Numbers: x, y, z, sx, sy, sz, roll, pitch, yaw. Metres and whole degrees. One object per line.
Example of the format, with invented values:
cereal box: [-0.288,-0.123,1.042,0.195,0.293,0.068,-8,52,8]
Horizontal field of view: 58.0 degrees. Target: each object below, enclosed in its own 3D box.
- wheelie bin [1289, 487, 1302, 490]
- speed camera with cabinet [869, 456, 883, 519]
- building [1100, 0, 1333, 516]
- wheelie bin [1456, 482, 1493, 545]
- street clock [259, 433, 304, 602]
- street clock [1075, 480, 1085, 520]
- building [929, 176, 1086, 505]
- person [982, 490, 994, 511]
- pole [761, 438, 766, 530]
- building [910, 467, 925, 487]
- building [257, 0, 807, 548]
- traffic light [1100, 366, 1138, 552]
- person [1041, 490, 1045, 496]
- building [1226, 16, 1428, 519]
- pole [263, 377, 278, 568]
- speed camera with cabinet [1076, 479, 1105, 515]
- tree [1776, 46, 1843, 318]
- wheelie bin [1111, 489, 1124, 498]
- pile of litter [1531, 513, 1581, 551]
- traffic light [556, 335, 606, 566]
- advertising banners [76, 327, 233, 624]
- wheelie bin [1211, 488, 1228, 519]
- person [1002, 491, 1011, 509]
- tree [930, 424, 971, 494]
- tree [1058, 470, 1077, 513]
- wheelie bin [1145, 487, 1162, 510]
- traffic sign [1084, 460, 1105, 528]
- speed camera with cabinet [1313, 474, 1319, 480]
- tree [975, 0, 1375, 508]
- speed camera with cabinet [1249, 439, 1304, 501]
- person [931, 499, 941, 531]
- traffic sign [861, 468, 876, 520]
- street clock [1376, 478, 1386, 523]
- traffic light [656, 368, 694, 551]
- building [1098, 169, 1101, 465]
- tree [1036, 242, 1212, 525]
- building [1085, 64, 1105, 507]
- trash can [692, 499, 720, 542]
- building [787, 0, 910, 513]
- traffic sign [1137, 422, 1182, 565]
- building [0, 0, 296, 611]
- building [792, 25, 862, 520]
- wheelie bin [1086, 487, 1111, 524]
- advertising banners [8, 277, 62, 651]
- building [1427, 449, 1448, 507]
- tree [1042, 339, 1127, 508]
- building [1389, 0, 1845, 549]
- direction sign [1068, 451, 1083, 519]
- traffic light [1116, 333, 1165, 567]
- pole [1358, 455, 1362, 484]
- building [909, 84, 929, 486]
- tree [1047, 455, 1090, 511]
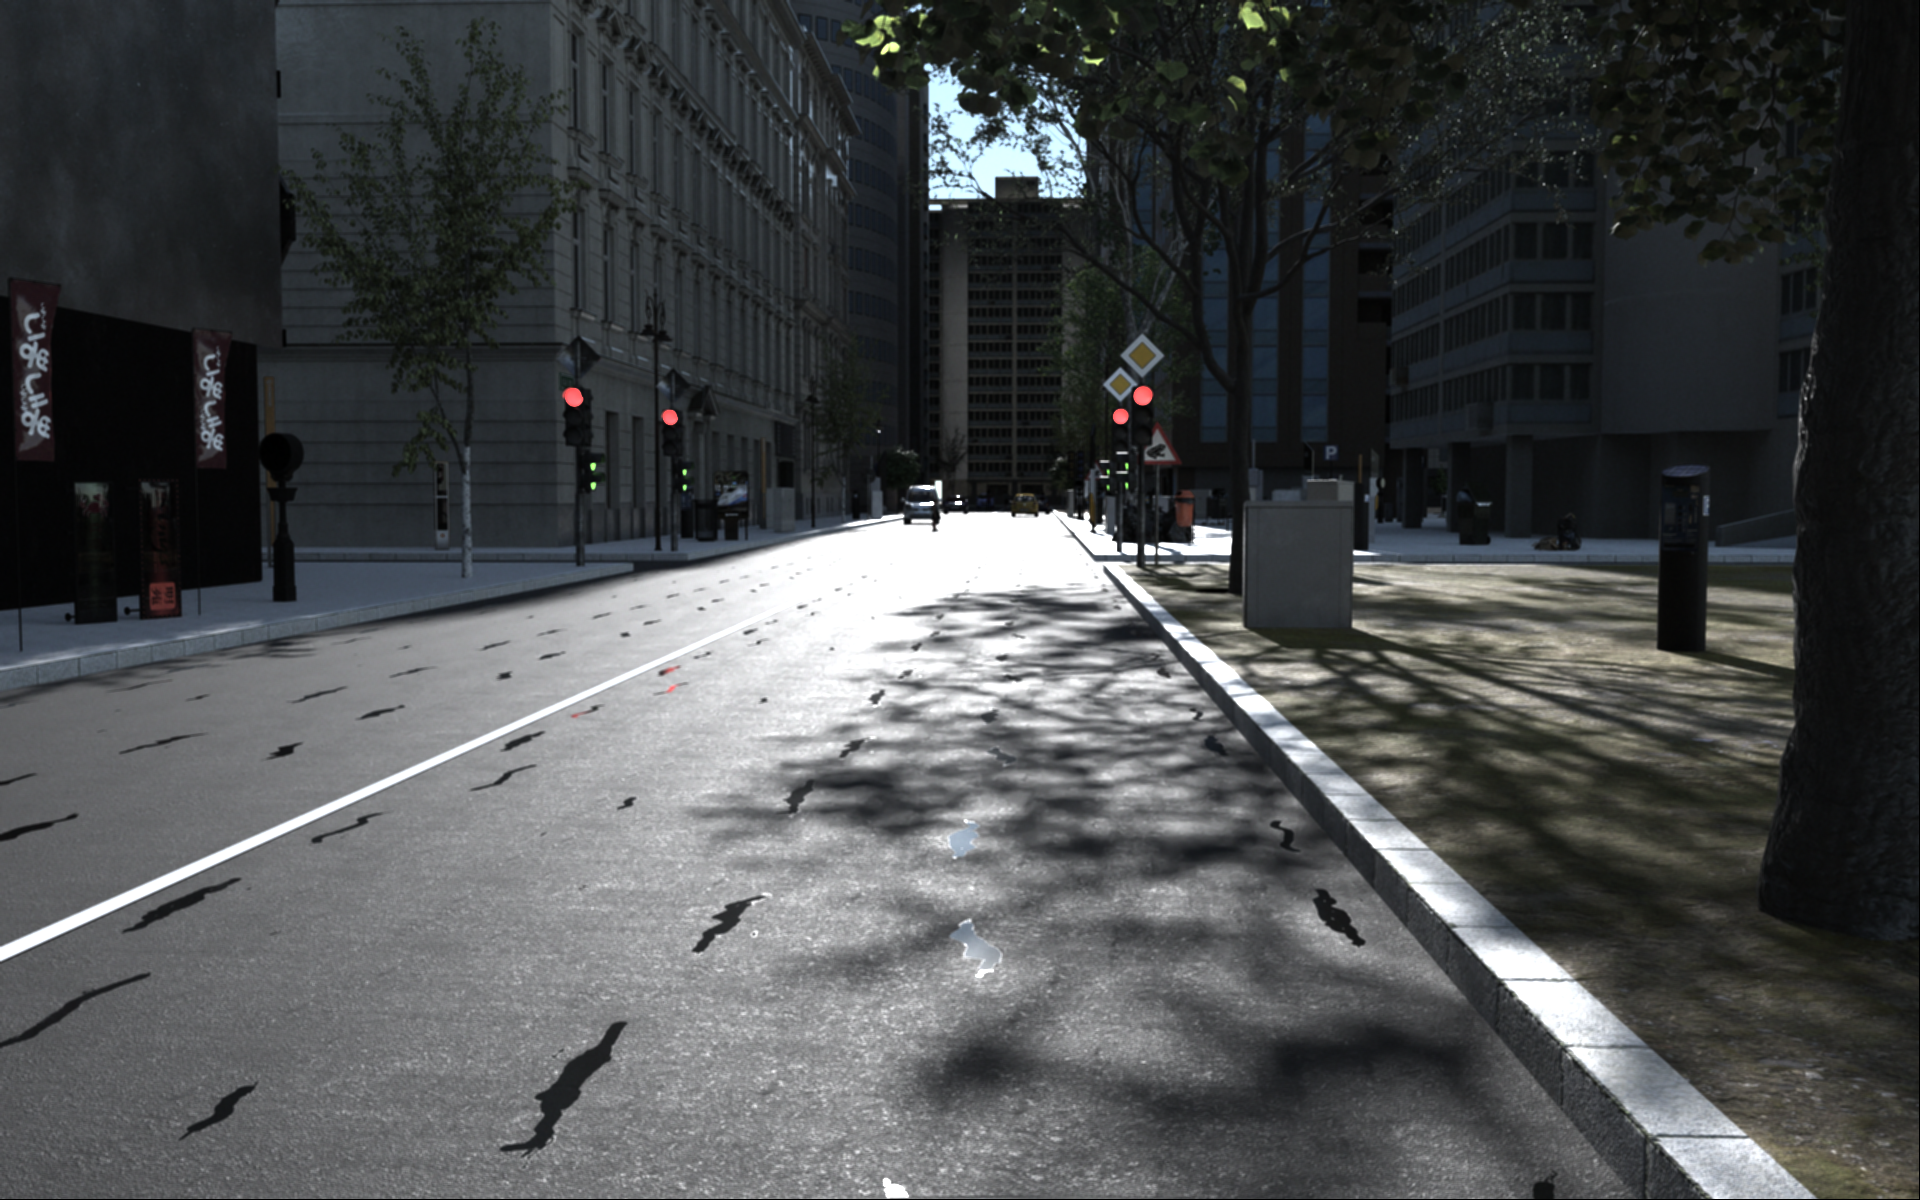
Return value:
wheelie bin: [14.650,-4.158,75.884,0.980,1.594,0.693,-2,4,-31]
speed camera with cabinet: [-4.333,-5.805,89.253,0.660,3.252,2.038,0,4,-6]
building: [16.924,-28.723,119.728,14.600,45.320,14.200,0,4,3]
wheelie bin: [12.968,-2.195,43.798,0.980,1.594,0.693,-2,4,-31]
street clock: [-8.077,-0.984,20.657,0.471,2.002,0.358,1,4,18]
street clock: [5.997,-5.026,86.745,0.471,2.002,0.358,3,4,39]
building: [6.952,-31.967,214.534,23.993,40.220,32.217,0,4,3]
person: [2.387,-8.182,142.958,1.217,1.739,0.721,1,4,14]
pole: [-7.111,-4.210,62.672,0.158,3.312,0.155,0,3,0]
building: [-13.624,-43.636,151.697,20.563,71.187,20.611,0,4,3]
building: [-16.527,-17.480,62.212,17.030,29.872,44.131,0,4,3]
traffic light: [3.514,-3.019,38.284,0.839,4.253,0.868,0,4,3]
person: [7.315,-8.931,154.529,0.705,1.822,1.348,-2,4,-27]
building: [18.262,-27.270,95.970,14.600,45.320,14.200,0,4,3]
pole: [-12.014,-2.223,30.195,0.158,3.312,0.155,0,3,0]
speed camera with cabinet: [8.023,-6.846,106.274,2.038,3.252,0.660,3,5,45]
tree: [14.127,-4.568,25.048,4.737,8.622,4.395,0,3,0]
wheelie bin: [6.978,-4.295,78.124,0.980,1.594,0.693,-3,5,-41]
pile of litter: [13.672,-1.578,39.759,1.176,0.858,1.719,3,5,44]
traffic light: [-6.744,-2.557,30.731,0.839,4.253,0.868,0,4,3]
advertising banners: [-8.269,-1.320,17.774,0.090,3.025,2.074,2,4,26]
wheelie bin: [13.370,-4.967,89.118,0.980,1.594,0.693,-2,4,-24]
person: [4.619,-9.920,171.480,1.217,1.735,0.721,-3,4,-38]
tree: [-0.943,-14.160,181.871,4.360,8.622,3.978,0,3,0]
tree: [7.585,-7.477,116.852,1.663,3.219,1.824,0,3,0]
wheelie bin: [8.358,-4.101,74.964,0.693,1.594,0.980,2,4,24]
traffic sign: [5.157,-4.015,65.647,0.884,2.594,0.081,1,4,10]
speed camera with cabinet: [15.206,-5.145,78.451,2.038,3.252,0.660,0,4,-5]
tree: [6.057,-11.734,47.740,12.611,20.169,13.585,0,3,0]
speed camera with cabinet: [11.272,-4.164,62.420,2.038,3.252,0.660,1,4,13]
person: [-0.935,-3.341,67.800,0.373,1.253,0.362,2,4,27]
traffic sign: [-4.501,-5.183,84.845,0.768,2.556,0.104,1,4,12]
street clock: [18.527,-4.385,76.269,0.358,2.002,0.471,3,5,42]
traffic light: [-6.388,-3.045,38.708,0.839,4.253,0.868,0,4,3]
building: [22.822,-31.936,141.754,23.786,49.044,30.456,0,4,3]
tree: [6.679,-8.911,71.442,9.928,11.665,9.643,0,3,0]
building: [22.934,-38.457,170.768,21.231,58.520,28.212,0,4,3]
trash can: [-6.879,-2.159,46.958,0.748,1.137,0.748,0,3,0]
building: [-15.247,-35.809,127.472,21.231,58.520,28.212,0,4,3]
traffic sign: [3.556,-1.913,31.274,0.884,2.594,0.081,0,4,5]
building: [-18.820,-9.335,20.087,16.811,18.784,16.820,0,4,3]
building: [-13.456,-18.871,95.929,14.401,28.519,23.554,0,4,3]
wheelie bin: [5.926,-4.107,75.054,0.980,1.594,0.693,1,4,9]
advertising banners: [-7.809,-1.061,13.535,0.090,3.025,2.074,1,4,18]
building: [51.403,-46.962,206.088,20.611,71.187,20.563,0,4,3]
tree: [6.535,-8.002,81.197,4.737,8.622,4.395,0,3,0]
building: [27.466,-22.176,54.458,23.993,40.220,32.217,0,4,3]
direction sign: [6.053,-6.041,90.763,0.876,3.537,0.379,2,4,23]
traffic light: [3.158,-2.531,30.307,0.839,4.253,0.868,0,4,3]
pole: [20.608,-5.840,89.328,0.158,3.312,0.155,0,3,0]
building: [-14.297,-33.850,177.157,21.600,48.544,21.300,0,4,3]
tree: [8.405,-9.151,133.335,4.285,4.588,4.351,0,3,0]
